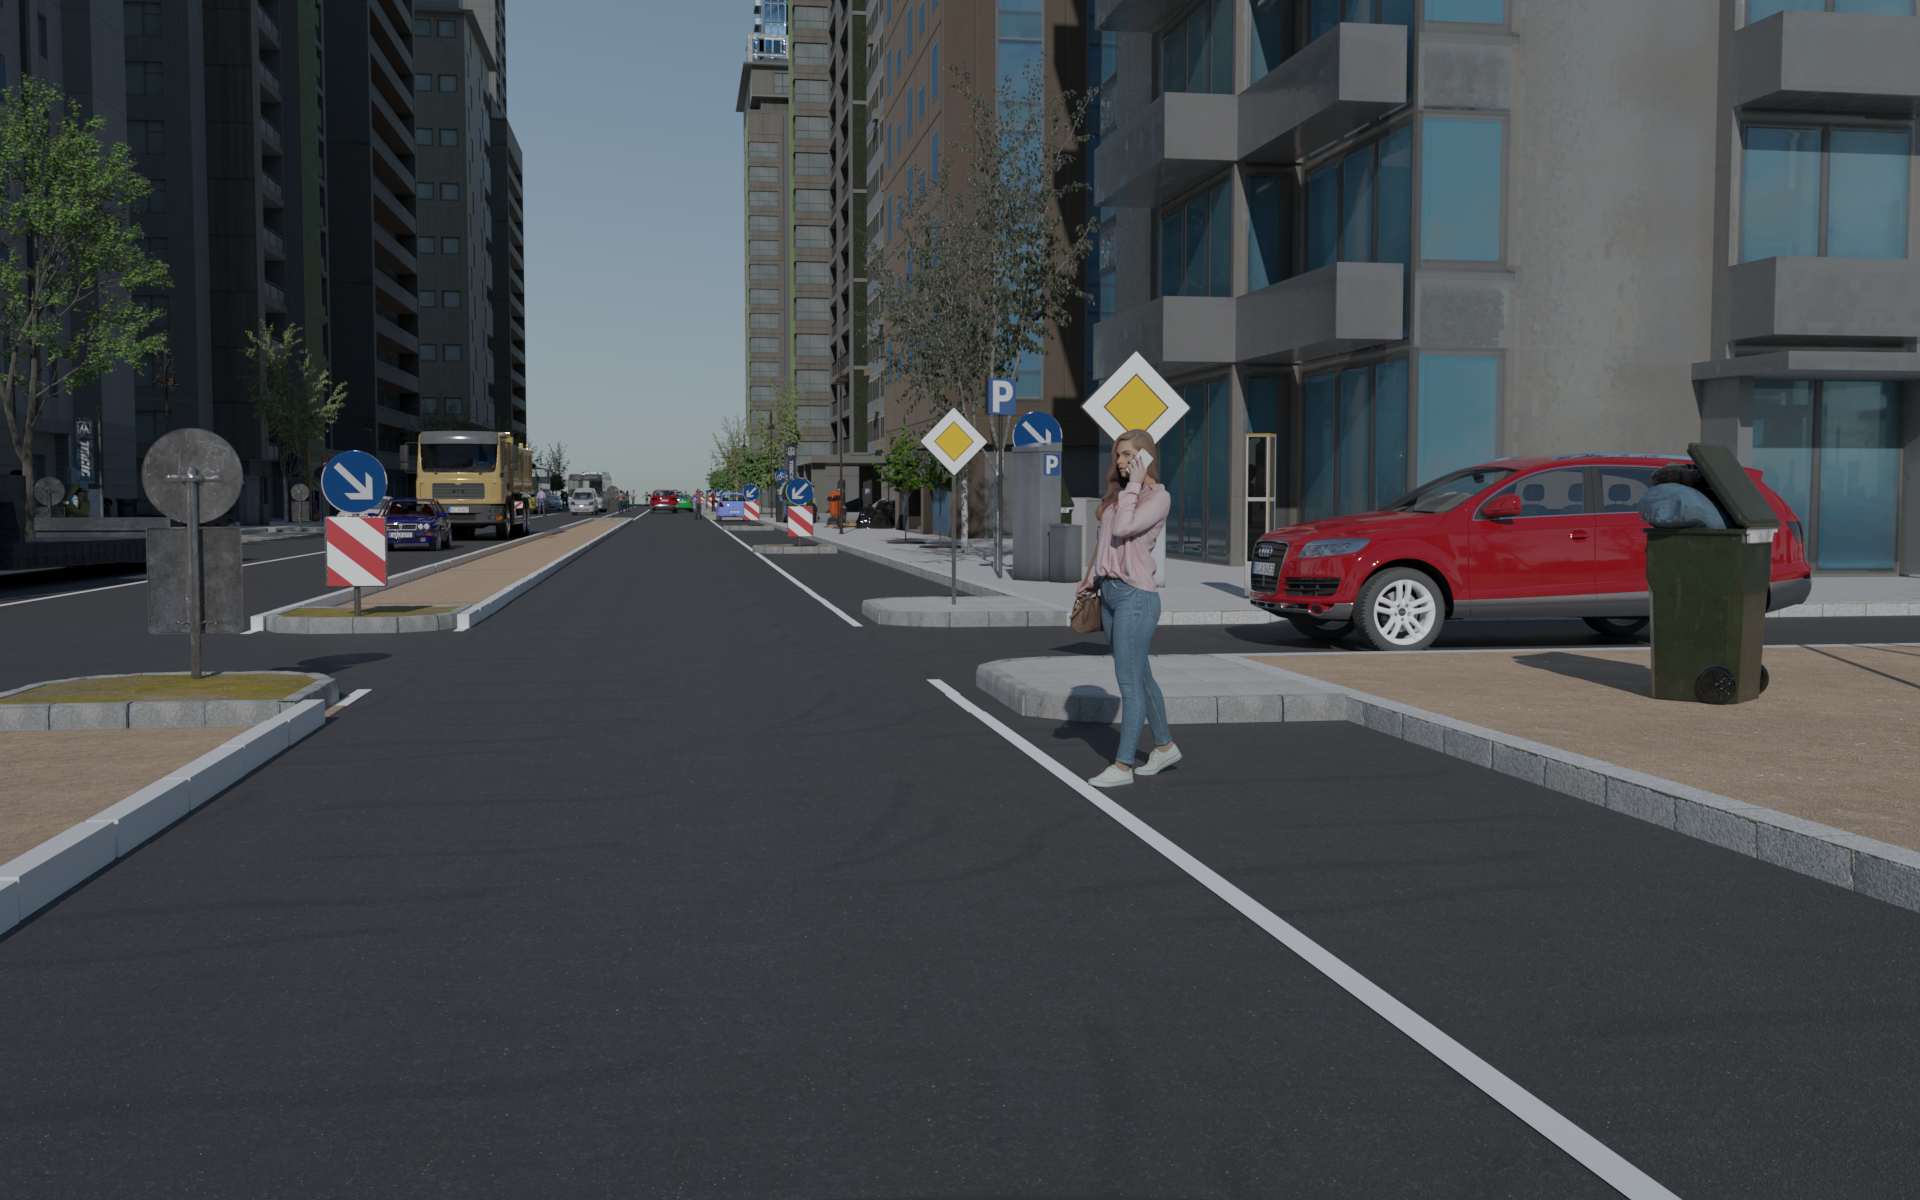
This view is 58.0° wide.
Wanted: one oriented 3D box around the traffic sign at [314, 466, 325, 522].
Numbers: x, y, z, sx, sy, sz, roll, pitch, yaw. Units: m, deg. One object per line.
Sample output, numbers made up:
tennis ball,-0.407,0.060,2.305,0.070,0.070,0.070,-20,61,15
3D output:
traffic sign,-29.335,-4.866,79.661,0.768,2.556,0.104,0,4,-1

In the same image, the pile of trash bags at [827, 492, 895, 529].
pile of trash bags,-3.292,-3.335,64.273,3.447,1.369,1.912,-2,4,-26

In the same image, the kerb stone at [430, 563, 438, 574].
kerb stone,-9.457,-0.525,30.774,0.120,0.150,1.000,-1,4,-9

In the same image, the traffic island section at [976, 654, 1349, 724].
traffic island section,1.247,0.614,12.248,2.009,0.180,2.903,-1,4,-9

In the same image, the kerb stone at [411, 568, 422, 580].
kerb stone,-9.117,-0.398,28.756,0.120,0.150,1.000,-1,4,-9

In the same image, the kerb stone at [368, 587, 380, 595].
kerb stone,-8.457,-0.154,24.707,0.120,0.150,1.000,-1,4,-9

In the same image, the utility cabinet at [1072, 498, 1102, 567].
utility cabinet,2.268,-1.206,30.875,0.306,1.237,1.020,1,4,20

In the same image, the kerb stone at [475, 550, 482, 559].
kerb stone,-10.620,-0.954,37.857,0.120,0.150,1.000,-1,4,-9

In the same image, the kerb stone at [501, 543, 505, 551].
kerb stone,-11.454,-1.267,42.910,0.120,0.150,1.000,-1,4,-9

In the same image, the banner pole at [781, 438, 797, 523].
banner pole,-7.597,-5.314,76.903,0.863,3.779,0.401,3,4,37

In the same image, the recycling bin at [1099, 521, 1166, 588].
recycling bin,2.381,-0.697,23.949,0.722,1.027,0.722,-1,4,-18

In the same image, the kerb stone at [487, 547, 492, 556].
kerb stone,-10.957,-1.082,39.878,0.120,0.150,1.000,-1,4,-9

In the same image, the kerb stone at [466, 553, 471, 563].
kerb stone,-10.284,-0.832,35.834,0.120,0.150,1.000,-1,4,-9

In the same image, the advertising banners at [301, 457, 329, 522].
advertising banners,-30.287,-5.206,81.303,0.090,3.025,2.074,1,4,19

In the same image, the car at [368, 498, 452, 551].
car,-14.113,-1.952,44.491,1.945,1.354,3.894,-1,4,-10

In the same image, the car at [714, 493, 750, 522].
car,-12.056,-5.025,91.745,1.945,1.707,3.694,-1,4,-10

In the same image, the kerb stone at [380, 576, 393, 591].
kerb stone,-8.611,-0.216,25.725,0.120,0.150,1.000,-1,4,-9

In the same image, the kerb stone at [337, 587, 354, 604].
kerb stone,-8.120,-0.029,22.680,0.120,0.150,1.000,-1,4,-9

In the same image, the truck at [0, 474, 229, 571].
truck,-15.398,-2.289,27.192,2.967,4.110,18.799,0,4,-8

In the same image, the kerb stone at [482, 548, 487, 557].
kerb stone,-10.791,-1.020,38.870,0.120,0.150,1.000,-1,4,-9

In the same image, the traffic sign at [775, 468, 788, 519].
traffic sign,-8.666,-5.189,84.946,0.768,2.556,0.104,0,4,-3

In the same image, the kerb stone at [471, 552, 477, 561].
kerb stone,-10.456,-0.893,36.841,0.120,0.150,1.000,-1,4,-9

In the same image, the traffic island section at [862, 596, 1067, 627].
traffic island section,-0.052,0.132,20.127,2.009,0.180,2.903,-1,4,-9

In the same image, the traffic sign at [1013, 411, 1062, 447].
traffic sign,1.191,-1.633,26.808,0.768,2.556,0.104,0,4,-3

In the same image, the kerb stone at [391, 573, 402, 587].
kerb stone,-8.786,-0.275,26.732,0.120,0.150,1.000,-1,4,-9

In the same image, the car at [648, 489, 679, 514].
car,-22.013,-7.336,128.621,2.281,1.827,5.304,-1,4,-11

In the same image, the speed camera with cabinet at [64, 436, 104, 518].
speed camera with cabinet,-29.653,-3.931,58.605,2.038,3.252,0.660,3,5,44

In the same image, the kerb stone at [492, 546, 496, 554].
kerb stone,-11.119,-1.144,40.893,0.120,0.150,1.000,-1,4,-9

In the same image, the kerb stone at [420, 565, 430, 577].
kerb stone,-9.287,-0.463,29.763,0.120,0.150,1.000,-1,4,-9

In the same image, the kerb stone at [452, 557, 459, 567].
kerb stone,-9.949,-0.711,33.814,0.120,0.150,1.000,-1,4,-9

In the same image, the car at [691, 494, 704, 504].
car,-36.506,-14.139,240.757,1.945,1.707,3.694,0,4,-8

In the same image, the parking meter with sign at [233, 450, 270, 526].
parking meter with sign,-28.607,-4.493,69.727,0.543,3.016,1.738,1,4,22

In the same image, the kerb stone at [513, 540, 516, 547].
kerb stone,-11.952,-1.452,45.942,0.120,0.150,1.000,-1,4,-9

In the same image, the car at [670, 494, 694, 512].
car,-22.206,-7.907,138.079,1.959,1.807,4.718,-1,4,-11

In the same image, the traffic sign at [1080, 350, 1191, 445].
traffic sign,1.225,-0.521,12.167,0.795,2.450,0.064,-1,4,-9

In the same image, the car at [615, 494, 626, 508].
car,-36.036,-10.575,182.685,2.009,1.686,4.222,0,4,-8

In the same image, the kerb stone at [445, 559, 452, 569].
kerb stone,-9.793,-0.643,32.801,0.120,0.150,1.000,-1,4,-9

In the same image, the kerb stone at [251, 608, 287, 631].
kerb stone,-7.449,0.219,18.642,0.120,0.150,1.000,-1,4,-9

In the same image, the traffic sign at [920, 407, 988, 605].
traffic sign,-0.074,-1.003,20.046,0.795,2.450,0.064,-1,4,-9

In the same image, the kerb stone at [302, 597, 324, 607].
kerb stone,-7.786,0.094,20.663,0.120,0.150,1.000,-1,4,-9

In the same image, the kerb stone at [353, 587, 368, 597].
kerb stone,-8.286,-0.092,23.692,0.120,0.150,1.000,-1,4,-9

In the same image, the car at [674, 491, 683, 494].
car,-32.308,-11.511,196.874,2.281,1.827,5.304,0,4,-8

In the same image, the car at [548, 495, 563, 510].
car,-36.062,-8.581,152.661,2.083,1.381,4.827,-1,4,-10

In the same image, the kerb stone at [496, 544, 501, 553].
kerb stone,-11.288,-1.205,41.902,0.120,0.150,1.000,-1,4,-9

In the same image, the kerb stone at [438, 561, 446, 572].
kerb stone,-9.609,-0.586,31.785,0.120,0.150,1.000,-1,4,-9

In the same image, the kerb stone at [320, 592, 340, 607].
kerb stone,-7.953,0.032,21.671,0.120,0.150,1.000,-1,4,-9

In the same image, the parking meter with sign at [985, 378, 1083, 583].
parking meter with sign,1.124,-1.793,25.577,0.543,3.016,1.738,-3,4,-38

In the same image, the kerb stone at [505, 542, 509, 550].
kerb stone,-11.620,-1.329,43.922,0.120,0.150,1.000,-1,4,-9

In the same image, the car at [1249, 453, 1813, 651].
car,5.390,-0.483,16.576,5.304,1.827,2.281,-1,4,-10

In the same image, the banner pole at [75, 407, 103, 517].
banner pole,-24.862,-3.644,49.594,0.863,3.779,0.401,-2,4,-33

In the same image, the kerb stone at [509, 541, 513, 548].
kerb stone,-11.782,-1.390,44.931,0.120,0.150,1.000,-1,4,-9

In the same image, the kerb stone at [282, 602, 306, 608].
kerb stone,-7.621,0.156,19.649,0.120,0.150,1.000,-1,4,-9

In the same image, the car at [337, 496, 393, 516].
car,-20.402,-2.913,59.996,2.083,1.381,4.827,-1,4,-11

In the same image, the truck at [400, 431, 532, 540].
truck,-15.553,-3.657,55.710,3.469,3.379,9.791,0,4,-8

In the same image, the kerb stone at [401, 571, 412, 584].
kerb stone,-8.955,-0.339,27.740,0.120,0.150,1.000,-1,4,-9

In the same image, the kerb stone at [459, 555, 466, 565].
kerb stone,-10.116,-0.772,34.826,0.120,0.150,1.000,-1,4,-9
